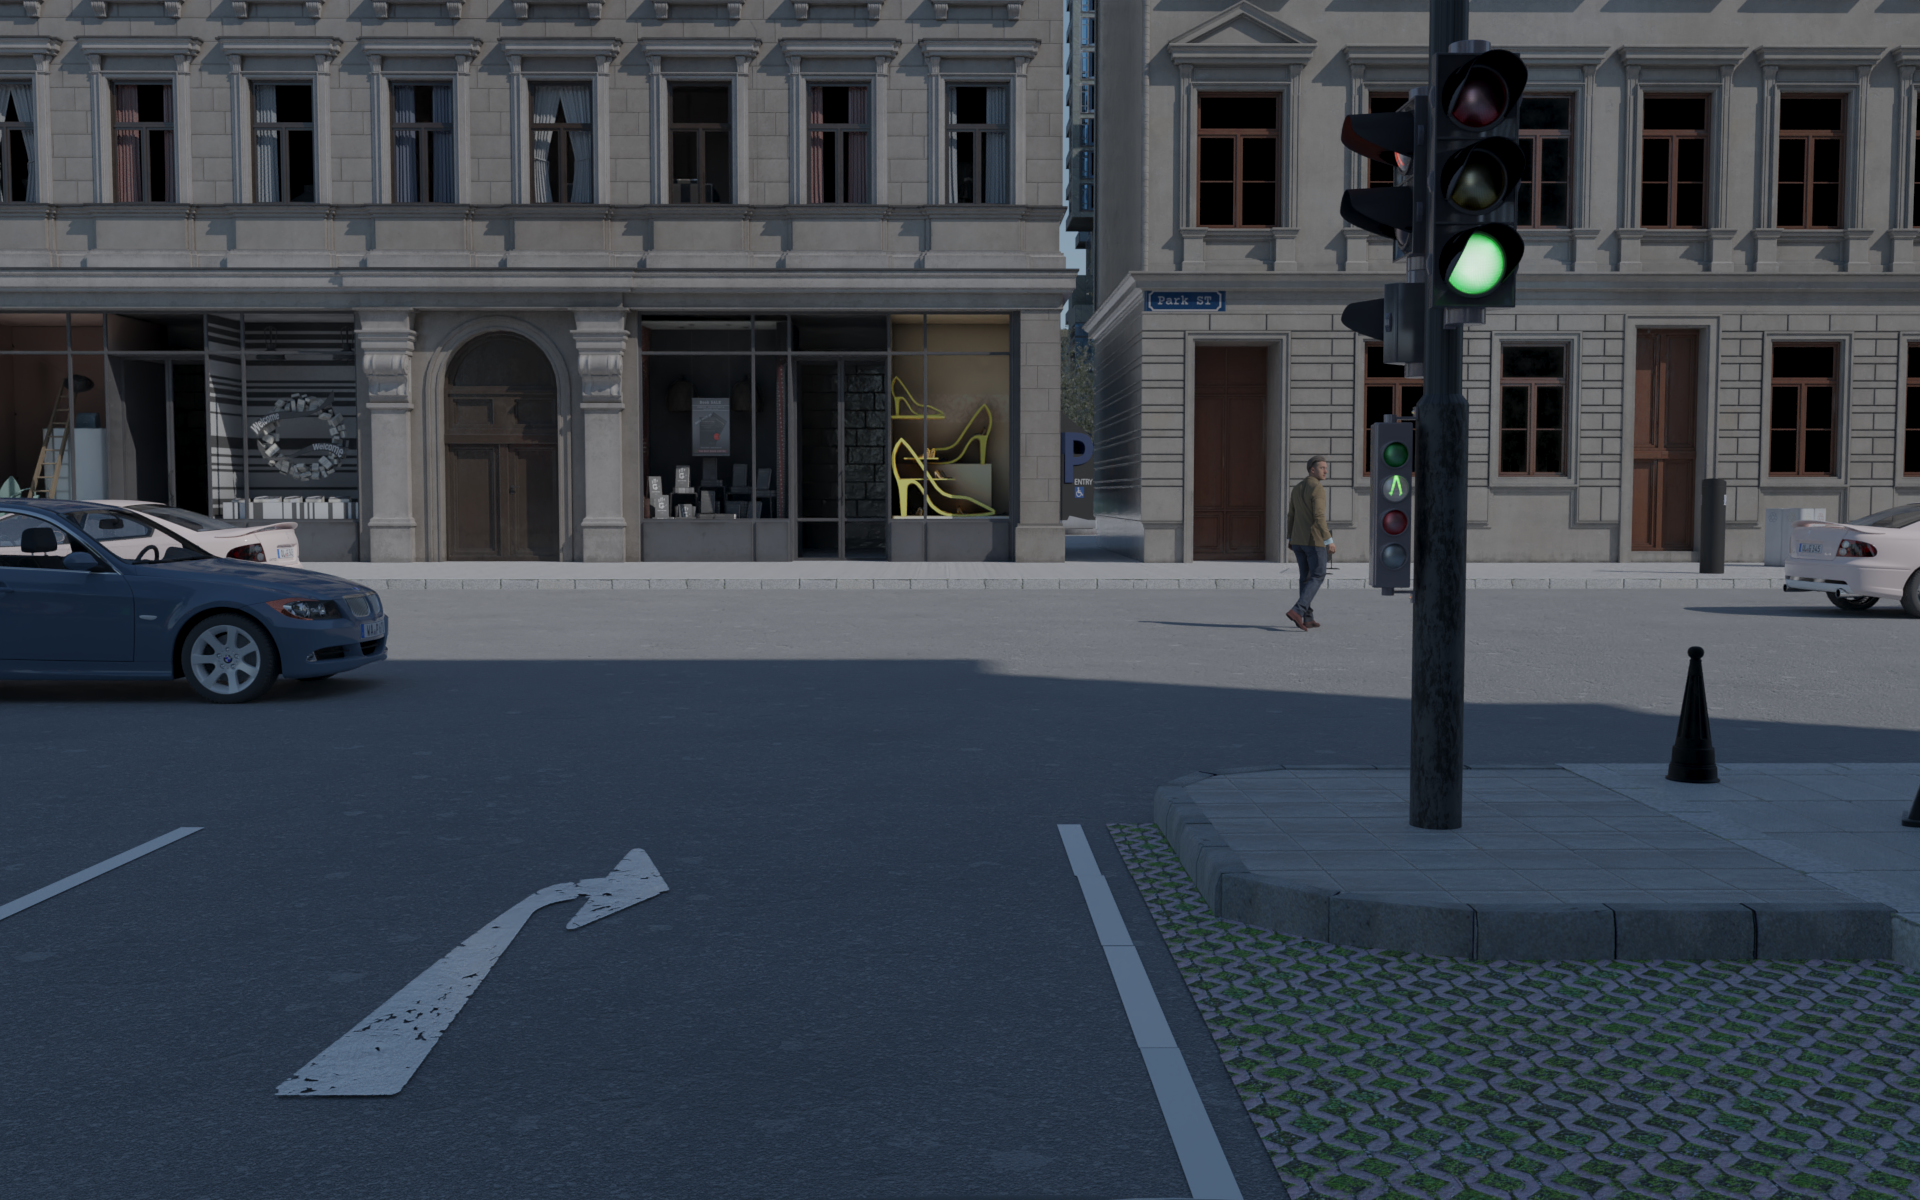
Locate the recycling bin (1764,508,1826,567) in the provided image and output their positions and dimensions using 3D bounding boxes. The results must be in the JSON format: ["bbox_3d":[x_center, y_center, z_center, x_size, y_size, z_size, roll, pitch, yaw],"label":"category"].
[{"bbox_3d":[14.775,-1.107,30.654,0.722,1.027,0.722,-2,4,-29],"label":"recycling bin"}]

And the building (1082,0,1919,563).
[{"bbox_3d":[13.106,-12.257,36.564,21.152,22.565,11.583,0,4,-1],"label":"building"}]

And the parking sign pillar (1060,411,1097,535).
[{"bbox_3d":[3.664,-4.059,54.841,1.447,3.967,1.447,-2,4,-31],"label":"parking sign pillar"}]

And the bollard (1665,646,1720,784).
[{"bbox_3d":[3.290,0.507,7.760,0.229,0.601,0.229,0,3,0],"label":"bollard"}]

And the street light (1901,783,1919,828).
[{"bbox_3d":[3.283,-2.080,6.556,1.470,5.913,1.316,0,4,-1],"label":"street light"}]

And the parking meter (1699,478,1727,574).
[{"bbox_3d":[12.159,-1.196,27.968,0.372,1.533,0.369,0,3,0],"label":"parking meter"}]

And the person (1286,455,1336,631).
[{"bbox_3d":[3.698,-0.603,18.274,0.656,1.842,0.836,2,4,35],"label":"person"}]

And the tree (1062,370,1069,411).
[{"bbox_3d":[3.315,-10.046,98.664,7.601,10.594,8.767,0,4,-6],"label":"tree"}]

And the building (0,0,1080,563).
[{"bbox_3d":[-17.924,-11.314,35.898,40.483,20.767,10.553,0,4,-1],"label":"building"}]

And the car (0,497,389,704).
[{"bbox_3d":[-6.495,-0.037,12.609,4.499,1.417,2.014,0,4,0],"label":"car"}]

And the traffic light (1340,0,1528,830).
[{"bbox_3d":[-0.274,-1.944,6.457,4.771,5.953,1.251,0,4,-1],"label":"traffic light"}]

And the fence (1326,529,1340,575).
[{"bbox_3d":[6.073,-0.807,28.572,0.278,0.683,2.069,1,4,15],"label":"fence"}]

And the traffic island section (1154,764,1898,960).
[{"bbox_3d":[1.857,0.951,6.734,2.009,0.180,2.903,0,4,-1],"label":"traffic island section"}]

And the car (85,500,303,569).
[{"bbox_3d":[-9.704,-0.398,18.868,4.827,1.381,2.083,0,4,-2],"label":"car"}]

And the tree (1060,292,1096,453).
[{"bbox_3d":[5.440,-6.724,60.299,4.360,8.622,3.978,0,3,0],"label":"tree"}]

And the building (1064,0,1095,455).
[{"bbox_3d":[17.656,-50.857,144.182,22.319,86.520,31.000,0,4,-1],"label":"building"}]

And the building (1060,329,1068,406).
[{"bbox_3d":[24.505,-21.969,204.235,28.899,21.520,27.650,0,4,-1],"label":"building"}]

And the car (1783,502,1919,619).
[{"bbox_3d":[12.437,-0.510,20.700,4.827,1.381,2.083,0,4,-2],"label":"car"}]
